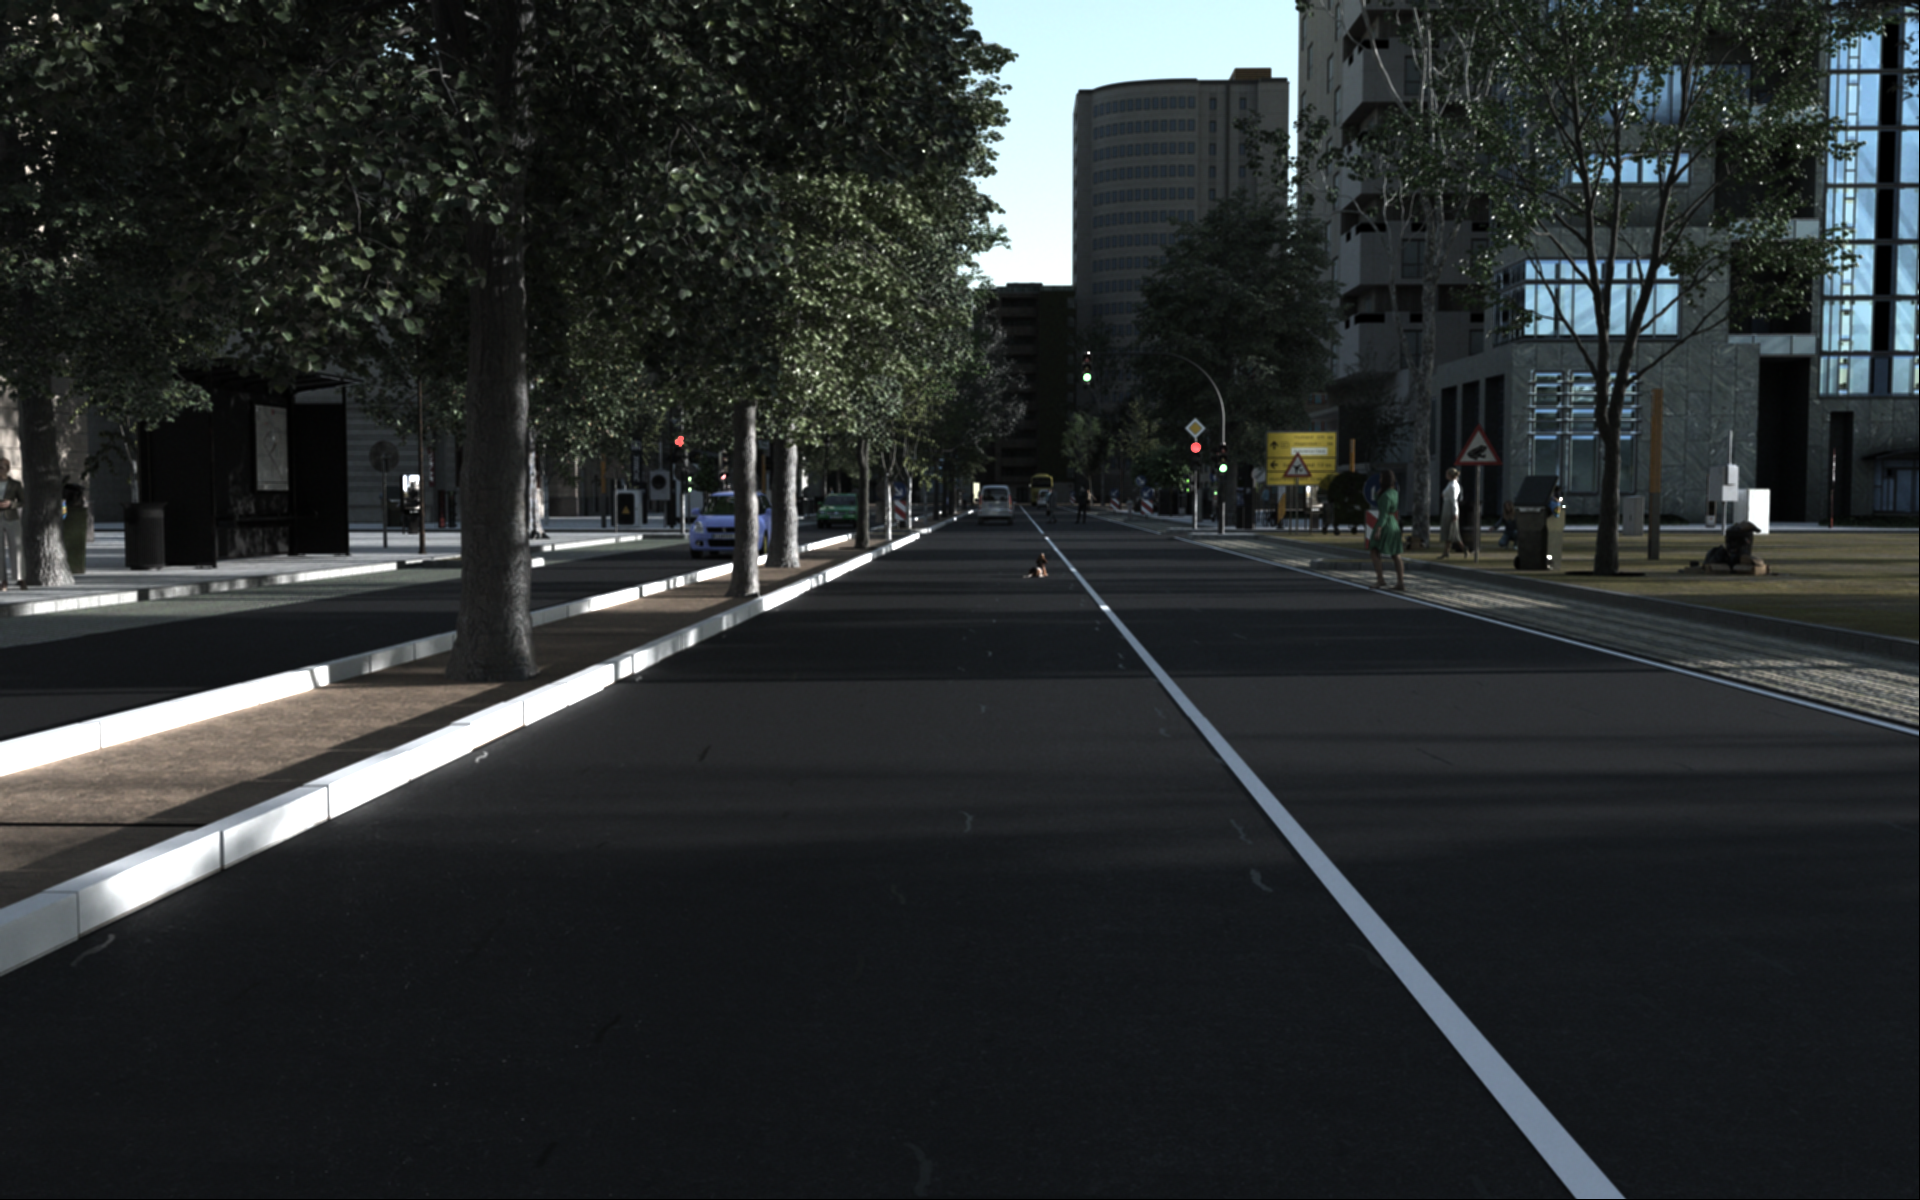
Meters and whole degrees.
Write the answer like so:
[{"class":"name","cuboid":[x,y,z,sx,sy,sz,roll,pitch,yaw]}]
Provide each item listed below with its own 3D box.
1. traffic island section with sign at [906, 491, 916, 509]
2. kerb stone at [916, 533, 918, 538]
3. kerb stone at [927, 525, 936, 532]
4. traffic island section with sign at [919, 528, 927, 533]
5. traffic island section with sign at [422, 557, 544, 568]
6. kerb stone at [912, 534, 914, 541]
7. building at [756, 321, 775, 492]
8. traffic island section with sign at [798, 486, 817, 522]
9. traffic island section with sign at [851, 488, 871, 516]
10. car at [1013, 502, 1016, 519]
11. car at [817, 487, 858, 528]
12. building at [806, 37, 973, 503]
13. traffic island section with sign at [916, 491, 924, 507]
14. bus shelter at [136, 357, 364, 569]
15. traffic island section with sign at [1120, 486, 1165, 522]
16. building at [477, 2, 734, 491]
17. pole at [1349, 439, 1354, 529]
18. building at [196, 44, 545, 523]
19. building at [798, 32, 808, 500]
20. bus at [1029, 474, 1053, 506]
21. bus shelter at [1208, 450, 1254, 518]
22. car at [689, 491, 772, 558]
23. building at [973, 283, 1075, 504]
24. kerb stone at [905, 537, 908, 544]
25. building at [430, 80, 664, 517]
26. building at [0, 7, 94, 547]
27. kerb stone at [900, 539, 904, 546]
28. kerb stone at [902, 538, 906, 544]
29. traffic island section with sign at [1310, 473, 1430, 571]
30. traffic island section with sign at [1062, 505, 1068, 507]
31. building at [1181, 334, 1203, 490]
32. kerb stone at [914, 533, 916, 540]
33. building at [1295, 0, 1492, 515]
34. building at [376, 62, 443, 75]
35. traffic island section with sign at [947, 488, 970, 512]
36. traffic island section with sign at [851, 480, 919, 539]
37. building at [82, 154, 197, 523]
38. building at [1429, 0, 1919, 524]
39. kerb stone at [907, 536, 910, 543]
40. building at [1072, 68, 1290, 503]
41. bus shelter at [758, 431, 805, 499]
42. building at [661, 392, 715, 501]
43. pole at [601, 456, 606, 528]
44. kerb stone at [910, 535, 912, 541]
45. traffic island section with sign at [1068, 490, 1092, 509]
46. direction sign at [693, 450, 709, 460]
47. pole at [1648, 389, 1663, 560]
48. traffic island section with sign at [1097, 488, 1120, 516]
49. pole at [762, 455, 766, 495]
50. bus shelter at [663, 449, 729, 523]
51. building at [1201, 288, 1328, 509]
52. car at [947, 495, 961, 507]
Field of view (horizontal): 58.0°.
[{"class":"traffic island section with sign","cuboid":[-5.507,-9.627,166.034,1.989,1.847,2.006,0,4,2]},{"class":"kerb stone","cuboid":[-1.484,-1.961,54.265,0.120,0.150,1.000,0,4,2]},{"class":"kerb stone","cuboid":[-1.115,-2.745,67.080,0.120,0.150,1.000,0,4,2]},{"class":"traffic island section with sign","cuboid":[-2.245,-3.397,63.673,2.006,1.907,1.989,0,4,2]},{"class":"traffic island section with sign","cuboid":[-9.333,-1.565,34.219,1.989,1.847,2.006,0,4,2]},{"class":"kerb stone","cuboid":[-1.542,-1.836,52.214,0.120,0.150,1.000,0,4,2]},{"class":"building","cuboid":[-25.602,-24.673,175.112,14.160,30.474,14.107,0,4,2]},{"class":"traffic island section with sign","cuboid":[-7.749,-4.903,88.791,1.989,1.847,2.006,0,4,2]},{"class":"traffic island section with sign","cuboid":[-6.961,-6.565,115.960,1.989,1.847,2.006,0,4,2]},{"class":"car","cuboid":[2.207,-5.367,100.107,2.083,1.381,4.827,0,4,2]},{"class":"car","cuboid":[-5.001,-3.960,73.548,1.959,1.807,4.718,0,4,3]},{"class":"building","cuboid":[-13.682,-56.897,242.934,31.000,86.520,22.319,0,4,2]},{"class":"traffic island section with sign","cuboid":[-4.699,-11.319,193.692,1.989,1.847,2.006,0,4,2]},{"class":"bus shelter","cuboid":[-13.252,-2.539,32.798,1.731,3.624,6.357,0,4,2]},{"class":"traffic island section with sign","cuboid":[9.361,-4.872,88.285,1.989,1.847,2.006,0,4,2]},{"class":"building","cuboid":[-30.986,-37.379,153.145,21.231,58.520,28.212,0,4,2]},{"class":"pole","cuboid":[14.447,-4.285,63.896,0.158,3.312,0.155,0,3,0]},{"class":"building","cuboid":[-28.138,-15.239,85.317,11.583,22.565,21.152,0,4,2]},{"class":"building","cuboid":[-28.656,-46.203,193.671,20.611,71.187,20.563,0,4,2]},{"class":"bus","cuboid":[9.880,-13.384,210.370,2.896,3.916,12.252,0,4,2]},{"class":"bus shelter","cuboid":[14.171,-6.082,90.717,1.731,3.624,6.357,0,4,2]},{"class":"car","cuboid":[-5.152,-1.851,39.849,1.945,1.707,3.694,0,4,1]},{"class":"building","cuboid":[8.746,-28.642,240.000,14.107,30.474,14.160,0,4,2]},{"class":"kerb stone","cuboid":[-1.638,-1.648,49.145,0.120,0.150,1.000,0,4,2]},{"class":"building","cuboid":[-26.687,-19.019,108.225,12.463,27.353,25.104,0,4,2]},{"class":"building","cuboid":[-35.221,-14.834,39.799,25.104,27.353,12.463,0,4,2]},{"class":"kerb stone","cuboid":[-1.691,-1.523,47.097,0.120,0.150,1.000,0,4,2]},{"class":"kerb stone","cuboid":[-1.665,-1.586,48.120,0.120,0.150,1.000,0,4,2]},{"class":"traffic island section with sign","cuboid":[7.766,-1.495,33.067,1.989,1.847,2.006,0,4,2]},{"class":"traffic island section with sign","cuboid":[12.403,-11.268,192.854,1.989,1.847,2.006,0,4,2]},{"class":"building","cuboid":[39.426,-21.026,188.813,27.650,21.520,28.899,0,4,2]},{"class":"kerb stone","cuboid":[-1.511,-1.898,53.236,0.120,0.150,1.000,0,4,2]},{"class":"building","cuboid":[37.727,-32.073,113.632,28.713,52.752,27.495,0,4,2]},{"class":"building","cuboid":[-54.249,-35.051,192.691,30.456,49.044,23.786,0,4,2]},{"class":"traffic island section with sign","cuboid":[-0.068,-7.990,138.780,2.006,1.907,1.989,0,4,2]},{"class":"traffic island section with sign","cuboid":[-2.470,-2.944,56.269,2.006,1.907,1.989,0,4,2]},{"class":"building","cuboid":[-48.238,-16.079,80.921,19.932,24.808,12.078,0,4,2]},{"class":"building","cuboid":[39.418,-47.091,82.614,31.000,86.520,22.319,0,4,2]},{"class":"kerb stone","cuboid":[-1.607,-1.711,50.166,0.120,0.150,1.000,0,4,2]},{"class":"building","cuboid":[30.180,-42.889,243.235,28.212,58.520,21.231,0,4,2]},{"class":"bus shelter","cuboid":[-11.731,-8.283,113.063,2.179,5.291,8.768,0,4,2]},{"class":"building","cuboid":[-24.596,-17.178,130.012,9.793,20.994,18.267,0,4,2]},{"class":"pole","cuboid":[-13.543,-4.398,65.758,0.158,3.312,0.155,0,3,0]},{"class":"kerb stone","cuboid":[-1.581,-1.766,51.188,0.120,0.150,1.000,0,4,2]},{"class":"traffic island section with sign","cuboid":[11.612,-9.605,165.672,1.989,1.847,2.006,0,4,2]},{"class":"direction sign","cuboid":[-13.243,-5.907,88.569,0.876,3.537,0.379,-2,4,-35]},{"class":"pole","cuboid":[13.523,-2.436,33.679,0.158,3.312,0.155,0,3,0]},{"class":"traffic island section with sign","cuboid":[10.168,-6.540,115.563,1.989,1.847,2.006,0,4,2]},{"class":"pole","cuboid":[-10.173,-5.868,89.787,0.158,3.312,0.155,0,3,0]},{"class":"bus shelter","cuboid":[-11.898,-5.171,78.471,2.014,3.302,5.546,0,4,2]},{"class":"building","cuboid":[38.024,-19.235,159.528,27.650,21.520,28.899,0,4,2]},{"class":"car","cuboid":[-0.682,-11.597,199.199,1.945,1.707,3.694,0,4,3]}]
